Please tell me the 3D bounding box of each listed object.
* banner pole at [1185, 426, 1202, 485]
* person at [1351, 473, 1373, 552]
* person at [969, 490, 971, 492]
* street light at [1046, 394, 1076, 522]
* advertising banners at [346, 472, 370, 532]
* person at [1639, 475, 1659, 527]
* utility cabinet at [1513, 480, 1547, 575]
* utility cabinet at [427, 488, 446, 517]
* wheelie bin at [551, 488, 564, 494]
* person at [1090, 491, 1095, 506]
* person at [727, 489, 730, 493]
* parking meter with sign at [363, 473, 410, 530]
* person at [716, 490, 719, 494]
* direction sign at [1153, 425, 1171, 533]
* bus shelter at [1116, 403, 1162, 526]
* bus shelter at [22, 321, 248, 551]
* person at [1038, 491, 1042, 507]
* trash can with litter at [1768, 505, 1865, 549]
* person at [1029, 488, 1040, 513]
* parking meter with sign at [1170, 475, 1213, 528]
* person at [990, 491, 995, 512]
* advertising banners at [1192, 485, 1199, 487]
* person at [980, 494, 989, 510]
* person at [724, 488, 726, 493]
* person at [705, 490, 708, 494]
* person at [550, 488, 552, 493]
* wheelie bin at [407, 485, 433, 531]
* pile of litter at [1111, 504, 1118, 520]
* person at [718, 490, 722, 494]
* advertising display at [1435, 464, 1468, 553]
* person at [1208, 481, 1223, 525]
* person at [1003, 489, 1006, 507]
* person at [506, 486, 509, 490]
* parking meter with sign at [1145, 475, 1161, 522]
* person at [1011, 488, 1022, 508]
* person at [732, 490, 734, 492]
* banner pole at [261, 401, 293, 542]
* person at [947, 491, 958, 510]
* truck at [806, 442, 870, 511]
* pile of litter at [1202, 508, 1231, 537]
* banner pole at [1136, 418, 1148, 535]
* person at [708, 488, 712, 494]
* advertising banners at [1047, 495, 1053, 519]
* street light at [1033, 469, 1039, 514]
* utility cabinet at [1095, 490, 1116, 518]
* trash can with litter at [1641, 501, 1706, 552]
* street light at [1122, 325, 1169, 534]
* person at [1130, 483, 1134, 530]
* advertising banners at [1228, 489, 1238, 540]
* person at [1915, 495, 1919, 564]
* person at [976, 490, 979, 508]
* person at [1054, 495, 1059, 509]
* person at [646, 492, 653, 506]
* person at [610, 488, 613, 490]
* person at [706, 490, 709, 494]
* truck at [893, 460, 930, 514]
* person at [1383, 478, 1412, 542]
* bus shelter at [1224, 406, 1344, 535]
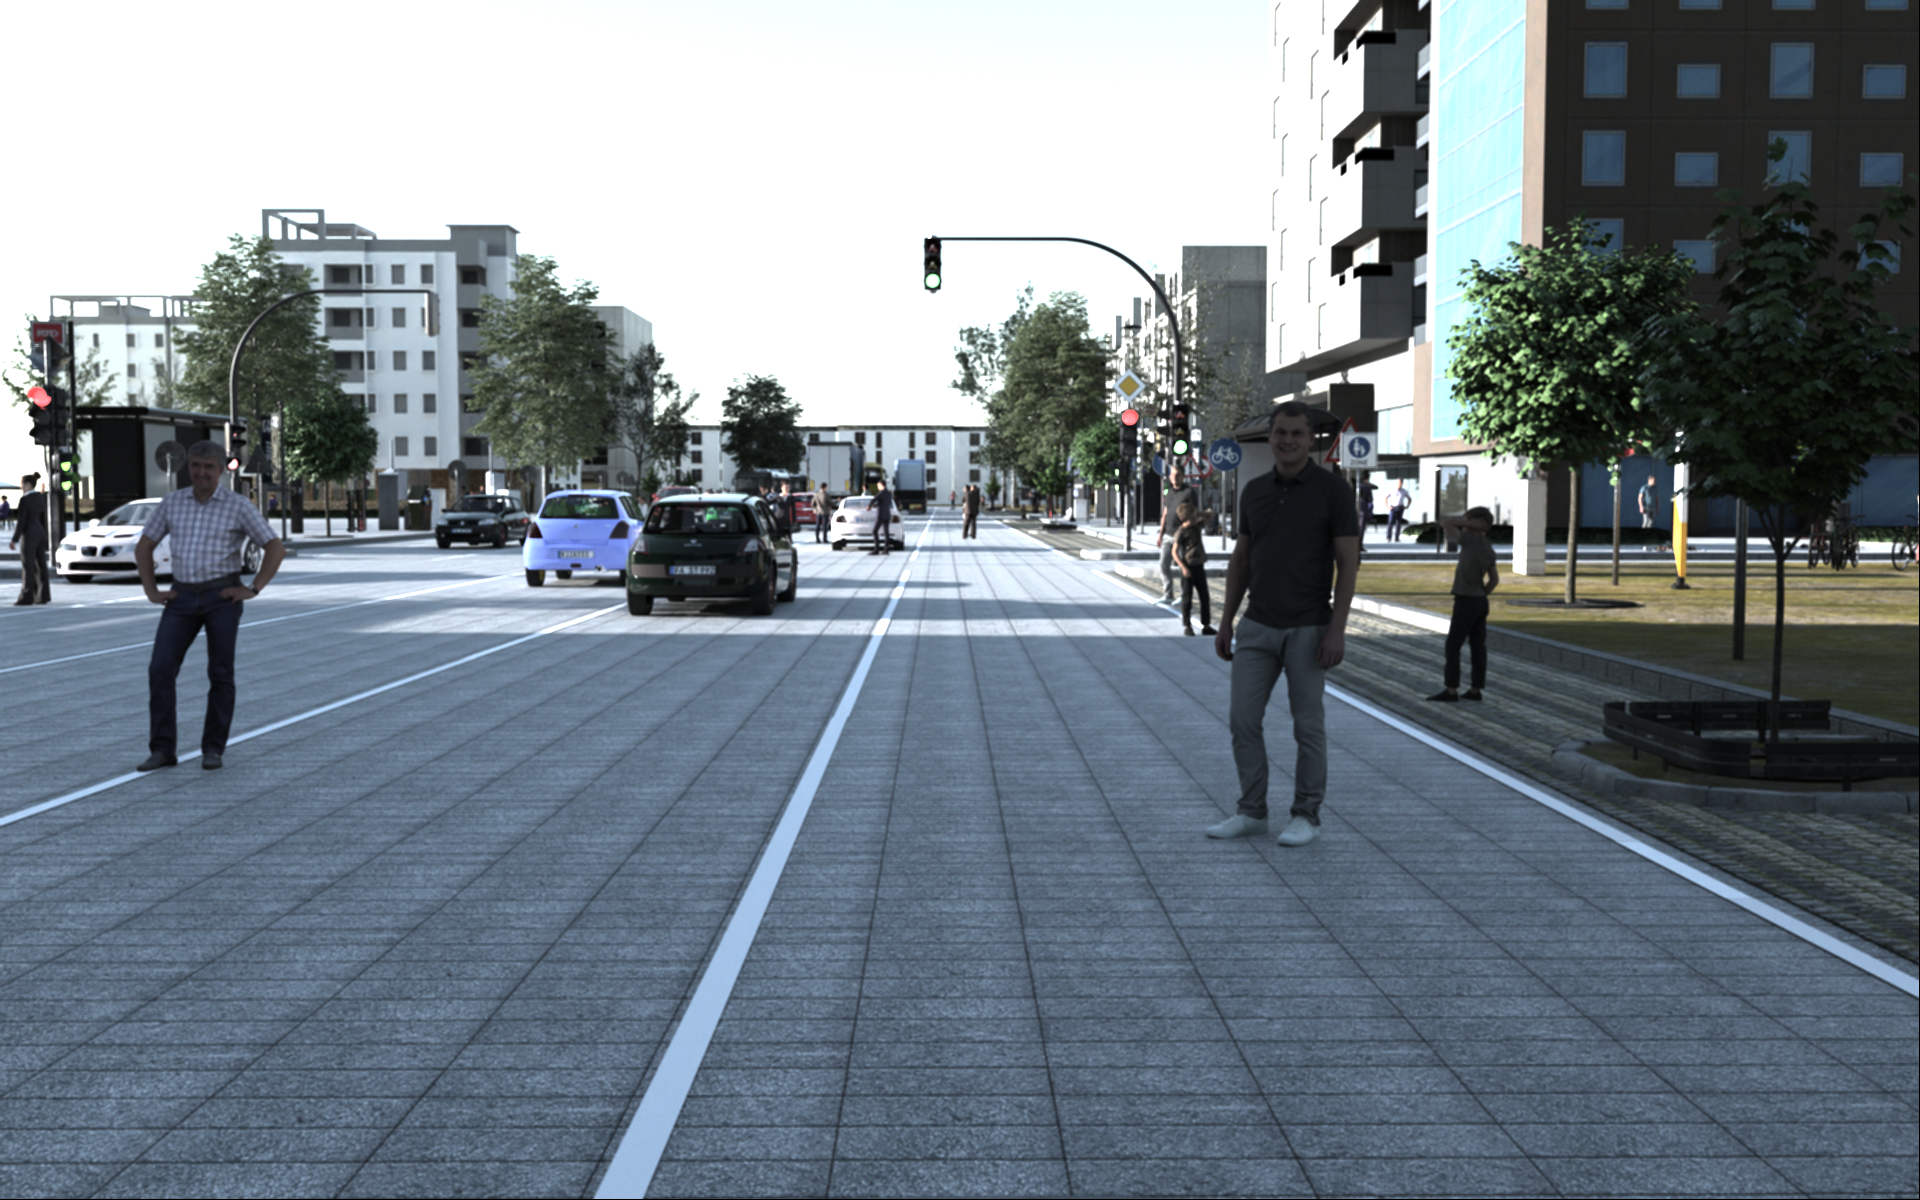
[{"bbox_3d":[7.493,-4.035,55.982,0.863,3.779,0.401,3,5,45],"label":"banner pole"},{"bbox_3d":[8.922,-1.959,38.524,0.683,1.767,0.568,3,5,40],"label":"person"},{"bbox_3d":[0.742,-7.049,123.754,1.348,1.823,0.705,2,4,29],"label":"person"},{"bbox_3d":[4.708,-6.605,80.535,1.470,5.913,1.316,0,4,-1],"label":"street light"},{"bbox_3d":[-20.500,-3.849,59.113,0.090,3.025,2.074,0,4,3],"label":"advertising banners"},{"bbox_3d":[19.413,-2.604,48.740,0.598,1.807,0.434,0,4,-5],"label":"person"},{"bbox_3d":[9.087,-1.157,27.590,0.318,1.500,1.173,1,4,9],"label":"utility cabinet"},{"bbox_3d":[-20.690,-3.644,68.253,0.318,1.500,1.173,1,4,12],"label":"utility cabinet"},{"bbox_3d":[-19.788,-4.732,85.284,0.980,1.594,0.693,1,4,20],"label":"wheelie bin"},{"bbox_3d":[14.975,-11.417,195.134,1.348,1.831,0.705,-1,4,-18],"label":"person"},{"bbox_3d":[-21.123,-9.298,158.786,0.721,1.735,1.217,2,4,29],"label":"person"},{"bbox_3d":[-20.250,-3.983,61.389,1.738,3.016,0.543,-1,4,-14],"label":"parking meter with sign"},{"bbox_3d":[-24.959,-10.556,179.350,0.721,1.743,1.217,-1,4,-16],"label":"person"},{"bbox_3d":[6.681,-3.985,57.149,0.379,3.537,0.876,-3,4,-36],"label":"direction sign"},{"bbox_3d":[7.690,-5.893,73.988,2.179,5.291,8.768,0,4,0],"label":"bus shelter"},{"bbox_3d":[-20.453,-3.991,42.879,2.179,5.291,8.768,0,4,-1],"label":"bus shelter"},{"bbox_3d":[8.064,-10.257,174.458,0.721,1.735,1.217,1,4,18],"label":"person"},{"bbox_3d":[20.450,-1.847,41.259,2.233,1.210,1.678,1,4,17],"label":"trash can with litter"},{"bbox_3d":[5.090,-6.817,118.310,0.742,1.727,0.445,-3,5,-44],"label":"person"},{"bbox_3d":[8.587,-4.178,64.574,1.738,3.016,0.543,-1,4,-22],"label":"parking meter with sign"},{"bbox_3d":[2.592,-7.852,137.803,0.530,1.710,0.541,1,4,16],"label":"person"},{"bbox_3d":[8.008,-4.042,62.274,0.090,3.025,2.074,-2,4,-32],"label":"advertising banners"},{"bbox_3d":[2.028,-8.670,153.508,1.065,1.426,0.557,0,4,7],"label":"person"},{"bbox_3d":[-21.152,-9.186,156.216,0.705,1.826,1.348,-1,4,-11],"label":"person"},{"bbox_3d":[-27.779,-11.197,190.049,0.436,1.711,0.756,1,4,19],"label":"person"},{"bbox_3d":[-28.676,-6.996,121.352,0.541,1.710,0.530,2,4,29],"label":"person"},{"bbox_3d":[-18.854,-3.212,60.418,0.980,1.594,0.693,1,4,19],"label":"wheelie bin"},{"bbox_3d":[8.122,-4.431,86.409,1.176,0.858,1.719,0,4,6],"label":"pile of litter"},{"bbox_3d":[-22.578,-9.557,163.221,0.541,1.710,0.530,-3,4,-36],"label":"person"},{"bbox_3d":[10.800,-2.009,38.067,0.974,1.923,0.123,-3,4,-36],"label":"advertising display"},{"bbox_3d":[10.417,-3.947,70.717,0.875,1.805,0.789,-1,4,-16],"label":"person"},{"bbox_3d":[4.589,-10.475,177.441,0.705,1.807,1.348,-1,4,-14],"label":"person"},{"bbox_3d":[-27.722,-6.127,106.347,0.598,1.807,0.434,0,4,2],"label":"person"},{"bbox_3d":[8.347,-5.075,79.233,1.738,3.016,0.543,0,4,-6],"label":"parking meter with sign"},{"bbox_3d":[5.238,-9.354,158.971,1.348,1.826,0.705,-3,5,-44],"label":"person"},{"bbox_3d":[-24.733,-11.097,188.395,0.530,1.710,0.541,-1,4,-12],"label":"person"},{"bbox_3d":[-18.423,-3.475,46.829,0.863,3.779,0.401,3,5,44],"label":"banner pole"},{"bbox_3d":[-0.677,-8.887,154.518,1.217,1.743,0.721,-2,4,-35],"label":"person"},{"bbox_3d":[-6.864,-6.682,98.159,2.839,4.237,11.283,0,4,1],"label":"truck"},{"bbox_3d":[7.975,-2.399,53.191,1.176,0.858,1.719,1,4,17],"label":"pile of litter"},{"bbox_3d":[5.734,-3.982,55.123,0.401,3.779,0.863,-1,4,-13],"label":"banner pole"},{"bbox_3d":[-19.856,-8.068,138.740,0.721,1.735,1.217,3,5,40],"label":"person"},{"bbox_3d":[4.750,-5.772,90.552,0.090,3.025,2.074,0,4,-6],"label":"advertising banners"},{"bbox_3d":[4.439,-8.618,113.438,1.470,5.913,1.316,0,4,-1],"label":"street light"},{"bbox_3d":[7.739,-5.062,91.438,1.173,1.500,0.318,0,4,-8],"label":"utility cabinet"},{"bbox_3d":[16.062,-1.730,39.343,1.678,1.210,2.233,3,5,40],"label":"trash can with litter"},{"bbox_3d":[5.147,-4.593,47.633,1.470,5.913,1.316,0,4,-1],"label":"street light"},{"bbox_3d":[6.166,-3.419,62.673,0.376,1.734,0.841,1,4,11],"label":"person"},{"bbox_3d":[8.473,-3.199,48.484,2.074,3.025,0.090,-1,4,-16],"label":"advertising banners"},{"bbox_3d":[17.658,-1.327,31.641,0.340,1.345,0.435,-3,5,-41],"label":"person"},{"bbox_3d":[1.683,-9.960,171.306,0.705,1.831,1.348,-1,4,-8],"label":"person"},{"bbox_3d":[8.152,-8.569,146.664,0.721,1.766,1.217,1,4,17],"label":"person"},{"bbox_3d":[-30.250,-10.022,169.911,1.348,1.823,0.705,-3,4,-38],"label":"person"},{"bbox_3d":[-26.539,-7.655,131.921,1.217,1.743,0.721,-1,4,-9],"label":"person"},{"bbox_3d":[-27.269,-11.089,188.059,1.217,1.736,0.721,1,4,23],"label":"person"},{"bbox_3d":[-3.803,-8.509,128.884,2.967,4.110,18.799,0,4,0],"label":"truck"},{"bbox_3d":[11.725,-2.410,46.383,0.756,1.711,0.436,1,4,9],"label":"person"},{"bbox_3d":[7.925,-2.971,42.494,2.014,3.302,5.546,0,4,0],"label":"bus shelter"}]
